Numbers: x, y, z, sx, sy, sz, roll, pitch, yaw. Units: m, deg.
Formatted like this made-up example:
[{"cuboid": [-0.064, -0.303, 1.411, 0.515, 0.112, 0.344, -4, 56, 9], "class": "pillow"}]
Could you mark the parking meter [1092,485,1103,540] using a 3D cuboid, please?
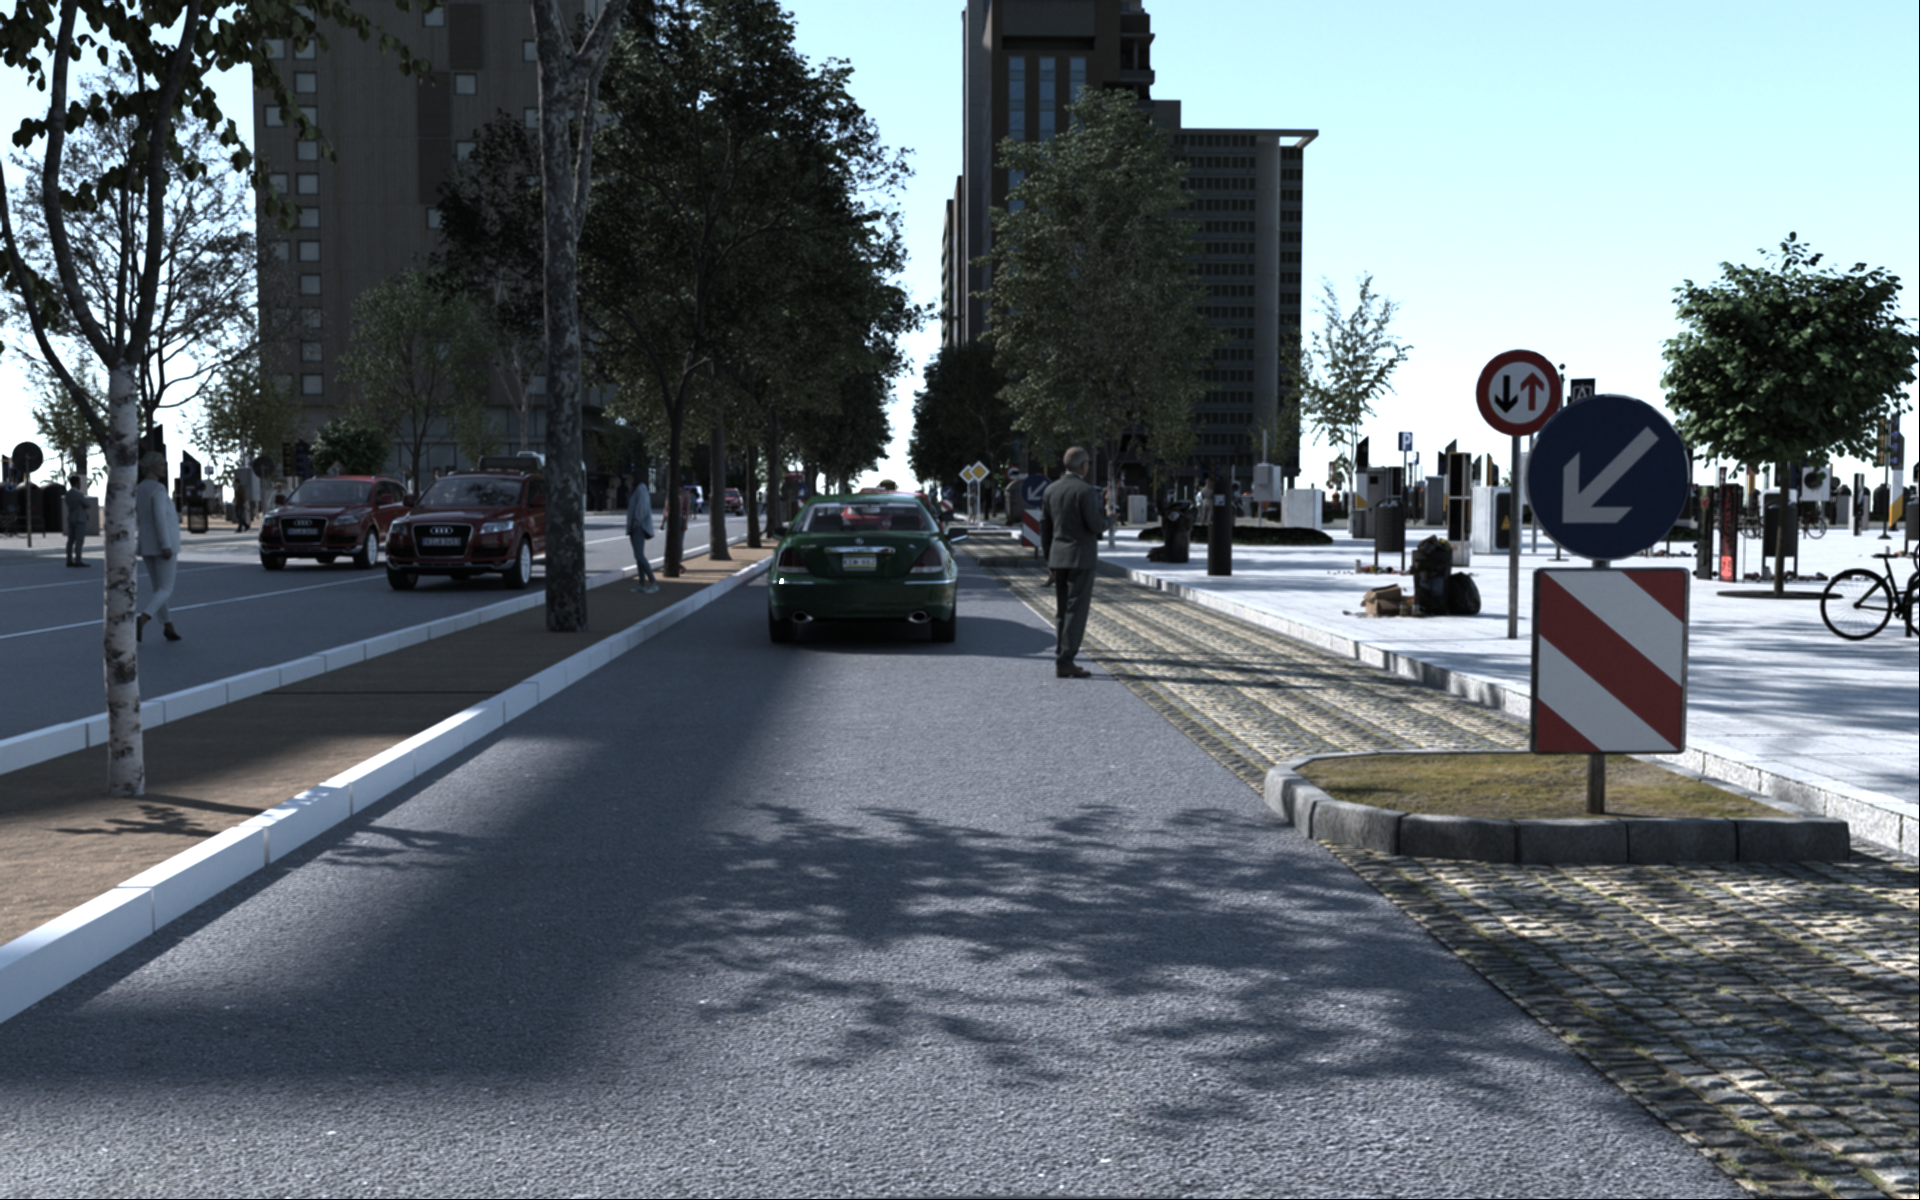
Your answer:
[{"cuboid": [3.777, -2.423, 48.029, 0.372, 1.533, 0.369, 0, 3, 0], "class": "parking meter"}]

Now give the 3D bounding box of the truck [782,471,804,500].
[{"cuboid": [-19.972, -13.568, 210.747, 2.839, 4.237, 11.283, 0, 4, -3], "class": "truck"}]

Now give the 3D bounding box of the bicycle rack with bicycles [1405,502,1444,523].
[{"cuboid": [21.255, -3.982, 78.485, 2.925, 0.926, 2.852, -2, 4, -31], "class": "bicycle rack with bicycles"}]

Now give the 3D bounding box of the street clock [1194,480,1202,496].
[{"cuboid": [12.229, -5.165, 89.010, 0.358, 2.002, 0.471, -2, 4, -26], "class": "street clock"}]

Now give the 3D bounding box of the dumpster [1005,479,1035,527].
[{"cuboid": [2.446, -3.825, 68.299, 1.264, 1.857, 1.865, 0, 4, -2], "class": "dumpster"}]

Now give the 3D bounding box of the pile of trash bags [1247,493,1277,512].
[{"cuboid": [15.441, -5.254, 95.655, 3.447, 1.369, 1.912, 2, 4, 25], "class": "pile of trash bags"}]

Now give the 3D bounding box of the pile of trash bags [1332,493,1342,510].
[{"cuboid": [27.590, -6.915, 122.806, 3.447, 1.369, 1.912, -3, 4, -39], "class": "pile of trash bags"}]

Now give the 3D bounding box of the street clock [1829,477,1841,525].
[{"cuboid": [36.271, -4.120, 71.930, 0.471, 2.002, 0.358, -1, 4, -13], "class": "street clock"}]

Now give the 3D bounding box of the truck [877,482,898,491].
[{"cuboid": [-11.474, -17.049, 274.671, 3.469, 3.379, 9.791, 0, 4, -3], "class": "truck"}]

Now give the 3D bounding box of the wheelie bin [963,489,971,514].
[{"cuboid": [0.607, -6.251, 110.108, 0.693, 1.594, 0.980, 2, 4, 28], "class": "wheelie bin"}]

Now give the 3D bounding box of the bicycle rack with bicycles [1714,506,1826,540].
[{"cuboid": [23.085, -2.252, 50.209, 2.852, 0.926, 2.925, -1, 4, -22], "class": "bicycle rack with bicycles"}]

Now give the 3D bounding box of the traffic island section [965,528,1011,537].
[{"cuboid": [0.694, -2.289, 59.700, 2.009, 0.180, 2.903, 0, 4, -2], "class": "traffic island section"}]

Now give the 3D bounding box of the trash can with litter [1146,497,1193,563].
[{"cuboid": [3.886, -1.292, 32.511, 0.624, 1.170, 1.055, -2, 4, -32], "class": "trash can with litter"}]

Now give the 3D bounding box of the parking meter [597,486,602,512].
[{"cuboid": [-26.295, -7.381, 126.398, 0.255, 1.863, 0.399, 1, 4, 17], "class": "parking meter"}]

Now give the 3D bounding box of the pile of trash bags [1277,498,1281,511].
[{"cuboid": [19.767, -6.204, 111.185, 3.447, 1.369, 1.912, -1, 4, -15], "class": "pile of trash bags"}]

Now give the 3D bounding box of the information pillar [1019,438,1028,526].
[{"cuboid": [2.585, -4.830, 70.333, 0.183, 3.616, 0.504, -3, 4, -37], "class": "information pillar"}]

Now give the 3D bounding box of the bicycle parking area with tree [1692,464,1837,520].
[{"cuboid": [40.042, -6.131, 87.243, 9.016, 4.147, 8.231, -1, 4, -10], "class": "bicycle parking area with tree"}]

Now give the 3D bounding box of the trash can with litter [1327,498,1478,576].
[{"cuboid": [7.142, -1.014, 27.630, 1.678, 1.210, 2.233, -3, 5, -44], "class": "trash can with litter"}]

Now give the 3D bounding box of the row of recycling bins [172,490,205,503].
[{"cuboid": [-54.812, -7.115, 123.438, 3.534, 1.692, 1.069, 2, 4, 28], "class": "row of recycling bins"}]

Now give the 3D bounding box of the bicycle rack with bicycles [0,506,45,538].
[{"cuboid": [-28.339, -2.274, 50.560, 2.852, 0.926, 2.925, 2, 4, 33], "class": "bicycle rack with bicycles"}]

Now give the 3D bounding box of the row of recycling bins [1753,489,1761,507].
[{"cuboid": [64.188, -7.962, 137.288, 1.069, 1.692, 3.534, -2, 4, -26], "class": "row of recycling bins"}]

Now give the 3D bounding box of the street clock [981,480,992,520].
[{"cuboid": [1.313, -4.983, 86.048, 0.471, 2.002, 0.358, -1, 4, -22], "class": "street clock"}]

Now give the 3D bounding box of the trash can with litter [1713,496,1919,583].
[{"cuboid": [12.670, -0.904, 25.832, 2.233, 1.210, 1.678, 0, 4, -5], "class": "trash can with litter"}]

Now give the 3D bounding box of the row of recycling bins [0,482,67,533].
[{"cuboid": [-31.346, -3.082, 57.497, 1.069, 1.692, 3.534, 2, 4, 25], "class": "row of recycling bins"}]

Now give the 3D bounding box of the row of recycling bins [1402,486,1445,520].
[{"cuboid": [23.476, -4.961, 88.231, 1.069, 1.692, 3.534, -2, 4, -25], "class": "row of recycling bins"}]

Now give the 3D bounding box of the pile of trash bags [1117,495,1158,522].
[{"cuboid": [7.490, -4.342, 80.744, 3.447, 1.369, 1.912, 0, 4, 2], "class": "pile of trash bags"}]

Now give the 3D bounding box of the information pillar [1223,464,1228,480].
[{"cuboid": [20.633, -8.764, 134.642, 0.183, 3.616, 0.504, -3, 5, -40], "class": "information pillar"}]

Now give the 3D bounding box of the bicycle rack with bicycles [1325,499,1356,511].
[{"cuboid": [26.327, -6.242, 115.441, 2.852, 0.926, 2.925, -1, 4, -10], "class": "bicycle rack with bicycles"}]

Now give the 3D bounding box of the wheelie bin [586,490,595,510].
[{"cuboid": [-28.975, -7.815, 135.689, 0.693, 1.594, 0.980, 2, 4, 23], "class": "wheelie bin"}]

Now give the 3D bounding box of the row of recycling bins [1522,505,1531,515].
[{"cuboid": [33.072, -5.540, 97.689, 1.069, 1.692, 3.534, -2, 4, -24], "class": "row of recycling bins"}]

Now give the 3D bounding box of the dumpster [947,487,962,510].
[{"cuboid": [-0.453, -8.065, 137.627, 1.264, 1.857, 1.865, 0, 4, -2], "class": "dumpster"}]

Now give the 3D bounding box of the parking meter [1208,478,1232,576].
[{"cuboid": [4.086, -1.150, 27.216, 0.372, 1.533, 0.369, 0, 3, 0], "class": "parking meter"}]

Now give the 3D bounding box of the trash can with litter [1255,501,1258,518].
[{"cuboid": [15.942, -4.972, 92.679, 0.624, 1.170, 1.055, -1, 4, -15], "class": "trash can with litter"}]

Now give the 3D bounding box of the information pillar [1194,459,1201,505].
[{"cuboid": [15.842, -7.602, 115.649, 0.183, 3.616, 0.504, -3, 4, -37], "class": "information pillar"}]

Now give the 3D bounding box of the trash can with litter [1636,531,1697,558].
[{"cuboid": [14.753, -1.501, 35.595, 2.233, 1.210, 1.678, -1, 4, -14], "class": "trash can with litter"}]

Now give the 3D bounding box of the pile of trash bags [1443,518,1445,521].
[{"cuboid": [24.819, -4.526, 83.751, 1.912, 1.369, 3.447, 3, 4, 38], "class": "pile of trash bags"}]

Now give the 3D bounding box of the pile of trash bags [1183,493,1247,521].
[{"cuboid": [11.800, -4.445, 82.421, 1.912, 1.369, 3.447, -1, 4, -22], "class": "pile of trash bags"}]

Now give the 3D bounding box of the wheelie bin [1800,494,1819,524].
[{"cuboid": [37.060, -4.132, 75.460, 0.980, 1.594, 0.693, 3, 5, 40], "class": "wheelie bin"}]

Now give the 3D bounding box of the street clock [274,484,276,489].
[{"cuboid": [-46.962, -7.004, 119.088, 0.358, 2.002, 0.471, 0, 4, 7], "class": "street clock"}]

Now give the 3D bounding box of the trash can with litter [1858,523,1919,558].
[{"cuboid": [19.276, -1.444, 34.664, 1.678, 1.210, 2.233, 0, 4, -7], "class": "trash can with litter"}]

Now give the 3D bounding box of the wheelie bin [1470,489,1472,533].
[{"cuboid": [16.484, -2.981, 56.652, 0.693, 1.594, 0.980, -1, 4, -12], "class": "wheelie bin"}]

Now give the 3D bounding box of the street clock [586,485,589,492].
[{"cuboid": [-30.522, -8.358, 141.220, 0.471, 2.002, 0.358, -3, 5, -45], "class": "street clock"}]

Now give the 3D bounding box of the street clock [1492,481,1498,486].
[{"cuboid": [29.213, -5.526, 94.918, 0.471, 2.002, 0.358, -2, 4, -31], "class": "street clock"}]

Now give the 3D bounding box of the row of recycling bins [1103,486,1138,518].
[{"cuboid": [8.129, -4.917, 87.506, 1.069, 1.692, 3.534, 2, 4, 26], "class": "row of recycling bins"}]

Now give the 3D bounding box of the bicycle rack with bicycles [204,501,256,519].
[{"cuboid": [-38.565, -4.744, 90.948, 2.925, 0.926, 2.852, -2, 4, -24], "class": "bicycle rack with bicycles"}]

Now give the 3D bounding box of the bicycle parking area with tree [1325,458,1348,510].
[{"cuboid": [30.896, -9.347, 139.822, 9.016, 4.147, 8.231, 1, 4, 19], "class": "bicycle parking area with tree"}]

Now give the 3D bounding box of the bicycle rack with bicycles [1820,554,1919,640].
[{"cuboid": [8.843, -0.069, 14.513, 2.925, 0.926, 2.852, 2, 4, 26], "class": "bicycle rack with bicycles"}]

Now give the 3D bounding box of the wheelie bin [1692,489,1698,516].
[{"cuboid": [42.456, -5.631, 99.968, 0.693, 1.594, 0.980, 2, 4, 30], "class": "wheelie bin"}]

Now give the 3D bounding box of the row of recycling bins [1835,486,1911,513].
[{"cuboid": [47.747, -5.109, 90.641, 3.534, 1.692, 1.069, 2, 4, 28], "class": "row of recycling bins"}]

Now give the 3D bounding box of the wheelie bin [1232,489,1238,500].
[{"cuboid": [15.773, -5.723, 101.475, 0.980, 1.594, 0.693, 0, 4, 0], "class": "wheelie bin"}]

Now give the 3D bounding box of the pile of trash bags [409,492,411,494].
[{"cuboid": [-27.437, -4.382, 81.401, 3.447, 1.369, 1.912, -3, 4, -38], "class": "pile of trash bags"}]

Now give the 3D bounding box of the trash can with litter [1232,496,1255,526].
[{"cuboid": [8.707, -2.650, 54.712, 1.055, 1.170, 0.624, 1, 4, 11], "class": "trash can with litter"}]
